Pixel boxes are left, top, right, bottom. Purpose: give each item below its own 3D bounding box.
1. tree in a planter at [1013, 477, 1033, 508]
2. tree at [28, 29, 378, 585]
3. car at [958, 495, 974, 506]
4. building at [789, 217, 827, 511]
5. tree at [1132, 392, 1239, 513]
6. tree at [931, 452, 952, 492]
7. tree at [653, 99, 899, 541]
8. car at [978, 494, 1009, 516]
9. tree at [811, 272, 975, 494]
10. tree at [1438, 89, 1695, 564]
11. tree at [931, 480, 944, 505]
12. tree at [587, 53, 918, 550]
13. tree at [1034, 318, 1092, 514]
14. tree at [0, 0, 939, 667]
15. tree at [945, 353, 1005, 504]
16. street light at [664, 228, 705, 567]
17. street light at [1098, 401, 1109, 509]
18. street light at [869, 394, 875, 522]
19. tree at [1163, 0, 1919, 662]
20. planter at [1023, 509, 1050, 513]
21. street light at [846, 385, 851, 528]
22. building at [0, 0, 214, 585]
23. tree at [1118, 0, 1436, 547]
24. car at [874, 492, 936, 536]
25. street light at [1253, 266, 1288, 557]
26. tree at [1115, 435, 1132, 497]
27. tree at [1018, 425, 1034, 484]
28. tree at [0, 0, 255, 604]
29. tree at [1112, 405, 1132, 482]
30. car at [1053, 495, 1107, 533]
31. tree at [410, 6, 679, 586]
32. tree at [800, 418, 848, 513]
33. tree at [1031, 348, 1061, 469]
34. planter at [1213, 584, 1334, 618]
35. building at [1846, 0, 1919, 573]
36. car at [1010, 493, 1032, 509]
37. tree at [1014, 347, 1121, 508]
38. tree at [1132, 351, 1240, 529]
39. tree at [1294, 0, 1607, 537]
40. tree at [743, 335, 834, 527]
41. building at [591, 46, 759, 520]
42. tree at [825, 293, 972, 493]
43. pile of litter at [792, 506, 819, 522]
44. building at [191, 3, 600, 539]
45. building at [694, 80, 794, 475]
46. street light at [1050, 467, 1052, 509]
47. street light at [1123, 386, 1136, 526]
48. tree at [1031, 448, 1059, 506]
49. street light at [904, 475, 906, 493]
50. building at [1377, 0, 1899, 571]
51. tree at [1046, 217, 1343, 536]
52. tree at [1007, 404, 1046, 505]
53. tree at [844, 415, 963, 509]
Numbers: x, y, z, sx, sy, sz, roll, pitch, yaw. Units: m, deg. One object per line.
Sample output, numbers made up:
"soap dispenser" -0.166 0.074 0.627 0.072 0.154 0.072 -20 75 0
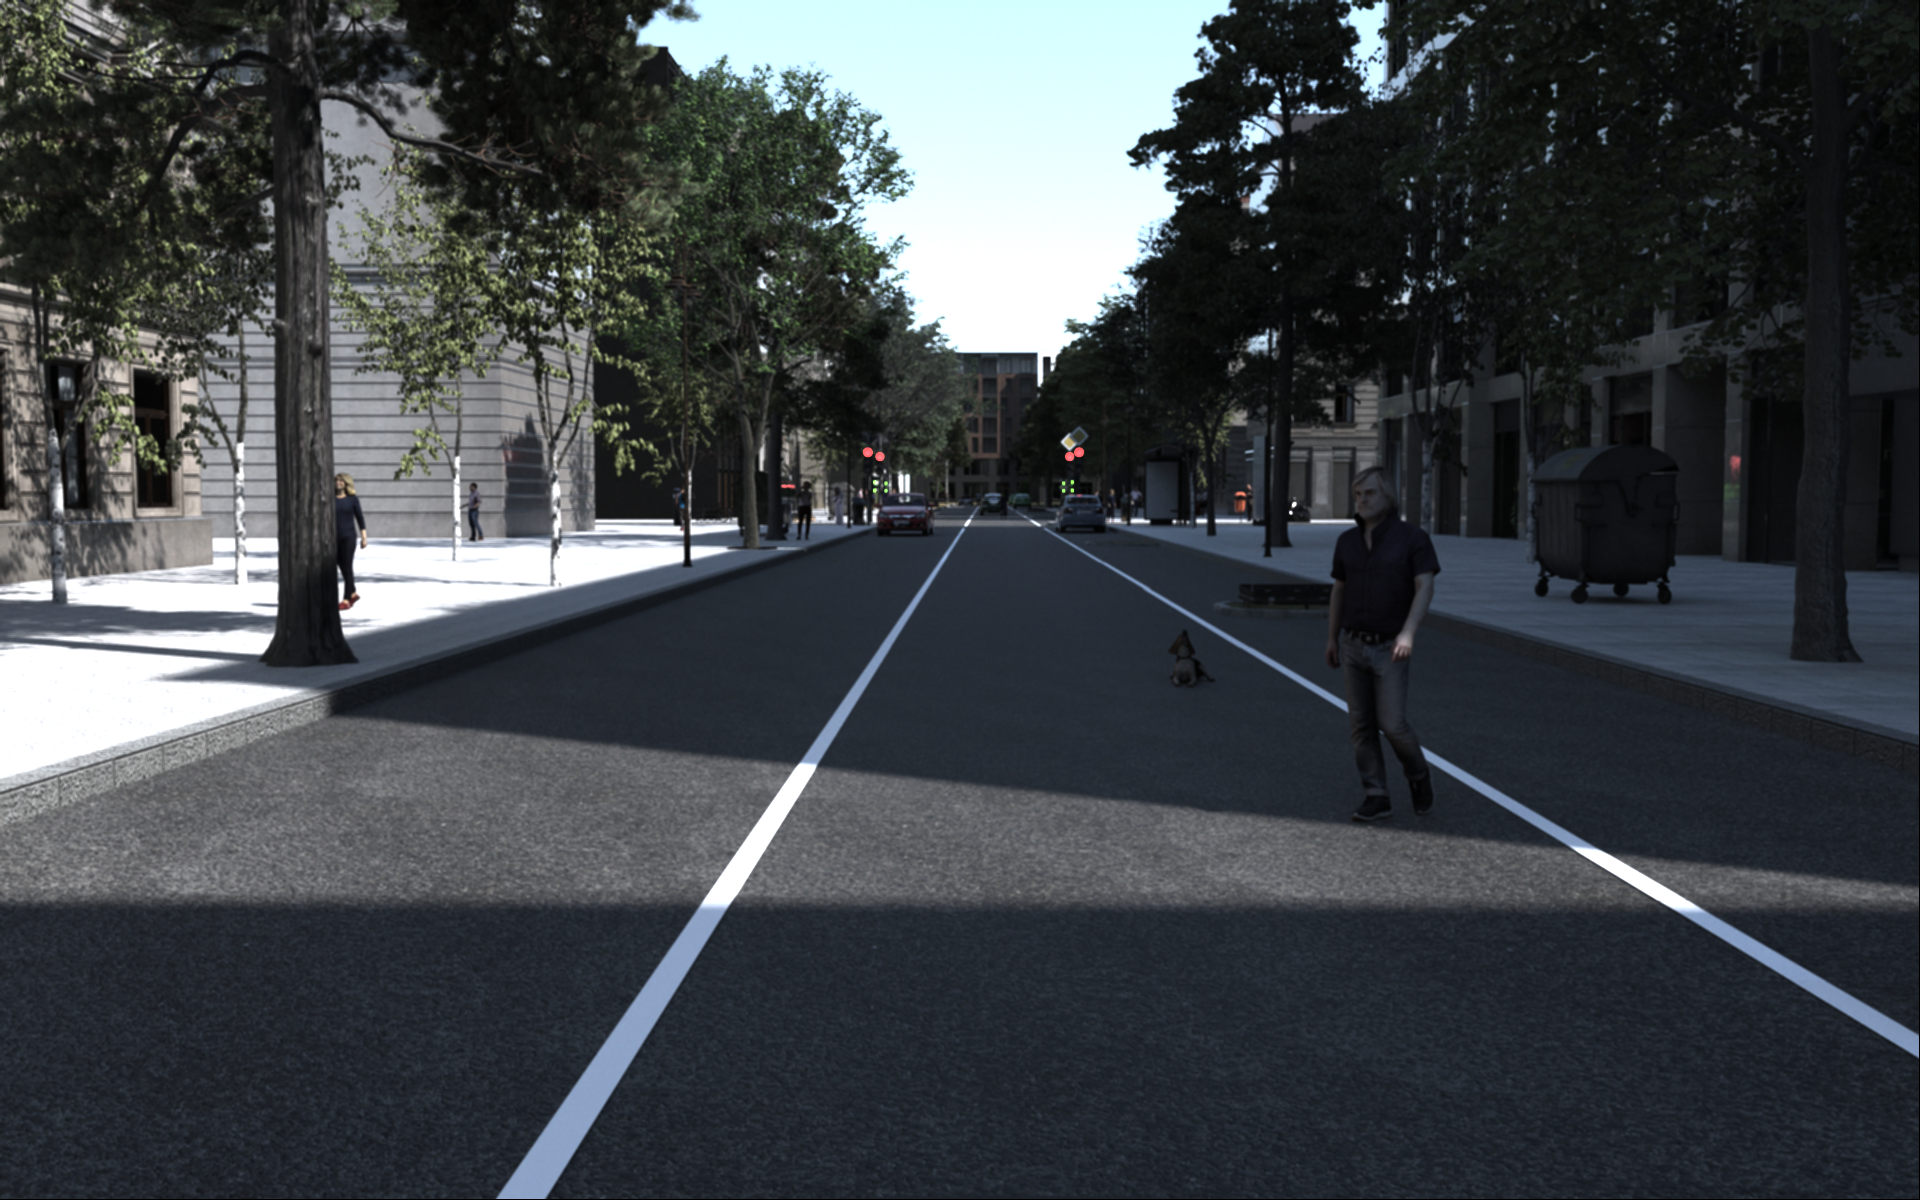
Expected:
"tree in a planter" 6.560 -11.215 180.583 1.991 3.239 1.994 0 4 1
"tree" -10.454 -4.524 24.322 4.360 8.622 3.978 0 3 0
"car" 0.701 -11.947 207.919 1.945 1.354 3.894 0 3 0
"building" -19.262 -18.660 138.378 16.112 22.955 30.059 0 4 1
"tree" 11.539 -8.206 84.528 4.737 8.622 4.395 0 3 0
"tree" -2.903 -16.406 218.594 4.360 8.622 3.978 0 3 0
"tree" -5.119 -7.693 47.839 6.751 12.117 7.091 0 3 0
"car" 2.241 -6.361 115.795 2.131 1.459 4.920 0 4 1
"tree" -4.007 -11.171 93.010 12.009 13.543 11.850 0 3 0
"tree" 10.628 -4.954 31.358 4.737 8.622 4.395 0 3 0
"tree" -2.696 -13.215 210.661 1.663 3.219 1.824 0 3 0
"tree" -4.791 -6.996 40.141 9.928 11.665 9.643 0 3 0
"tree" 8.600 -10.976 97.583 7.486 12.596 7.792 0 3 0
"tree" -5.063 -6.425 12.472 7.806 13.903 7.818 0 3 0
"tree" -0.477 -22.924 230.699 12.611 20.169 13.585 0 3 0
"street light" -4.811 -3.523 30.389 0.468 5.910 1.993 0 4 1
"street light" 7.040 -6.847 84.738 0.468 5.910 1.993 0 4 1
"street light" -4.069 -6.504 79.123 0.468 5.910 1.993 0 4 1
"tree" 6.376 -5.785 12.717 7.486 12.596 7.792 0 3 0
"planter" 5.806 -6.739 131.316 1.991 0.319 1.994 0 4 1
"street light" -4.191 -5.652 65.200 0.468 5.910 1.993 0 4 1
"building" -18.344 -9.610 21.746 10.561 19.102 19.286 0 4 1
"tree" 8.024 -8.207 41.601 7.806 13.903 7.818 0 3 0
"car" -1.892 -3.156 60.634 2.155 1.783 4.494 0 4 2
"street light" 6.286 -3.817 35.199 0.468 5.910 1.993 0 4 1
"tree" 12.840 -11.181 133.178 4.360 8.622 3.978 0 3 0
"tree" 10.307 -17.123 198.081 7.486 12.596 7.792 0 3 0
"tree" -10.316 -4.262 20.050 4.737 8.622 4.395 0 3 0
"tree" 11.614 -10.146 116.250 4.737 8.622 4.395 0 3 0
"car" 4.539 -3.264 65.363 2.014 1.417 4.499 0 4 0
"tree" -5.635 -4.480 23.607 4.737 8.622 4.395 0 3 0
"tree" -8.906 -10.105 115.583 4.737 8.622 4.395 0 3 0
"tree" 9.525 -14.336 141.817 7.806 13.903 7.818 0 3 0
"planter" 4.106 0.009 20.989 1.991 0.319 1.994 0 4 1
"building" 20.646 -11.862 13.003 14.314 24.678 30.058 0 4 1
"car" 6.246 -10.031 172.798 1.959 1.807 4.718 0 4 3
"tree" 8.359 -12.414 125.026 6.751 12.117 7.091 0 3 0
"tree" 8.521 -6.900 63.177 4.360 8.622 3.978 0 3 0
"tree" 6.963 -4.551 24.773 4.360 8.622 3.978 0 3 0
"tree" -6.794 -7.107 66.560 4.360 8.622 3.978 0 3 0
"building" -18.163 -16.180 94.222 12.332 23.373 15.834 0 4 1
"tree" -3.946 -12.218 106.416 9.857 13.997 8.962 0 3 0
"pile of litter" -7.223 -4.071 80.524 1.719 0.858 1.176 -1 4 -20
"building" -24.612 -13.058 55.305 24.055 21.916 13.314 0 4 1
"building" -18.367 -20.006 112.997 13.634 28.700 20.117 0 4 1
"street light" 8.081 -11.025 153.042 0.468 5.910 1.993 0 4 1
"street light" 6.877 -5.969 70.377 0.468 5.910 1.993 0 4 1
"tree" 9.341 -14.424 186.193 4.737 8.622 4.395 0 3 0
"street light" -3.614 -8.600 113.394 0.468 5.910 1.993 0 4 1
"building" 24.452 -14.705 44.939 19.350 26.468 34.151 0 4 1
"tree" 7.865 -7.276 53.371 8.767 10.594 7.601 1 4 16
"tree" 8.344 -10.602 107.761 8.767 10.594 7.601 2 4 30
"tree" -3.414 -12.381 136.834 8.767 10.594 7.601 1 4 21
